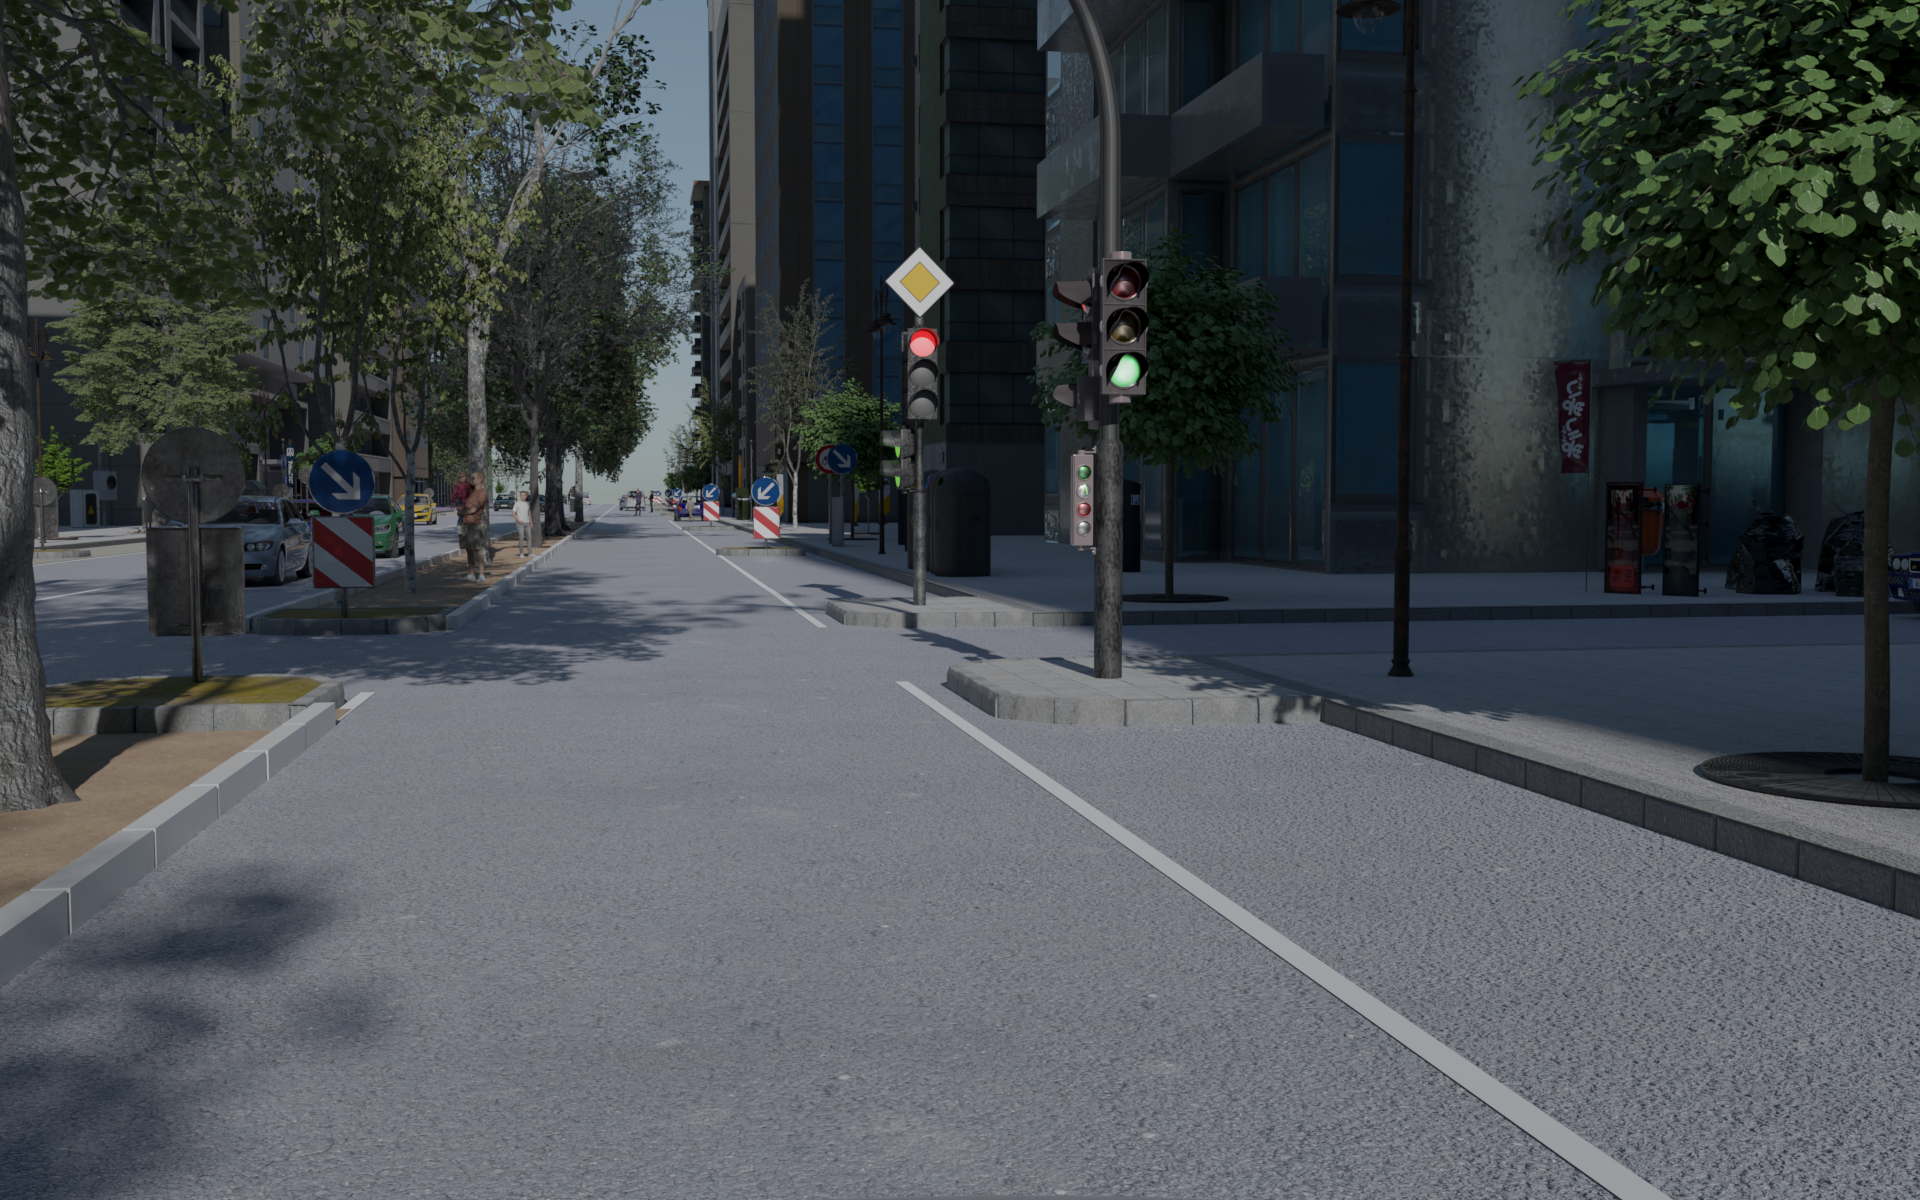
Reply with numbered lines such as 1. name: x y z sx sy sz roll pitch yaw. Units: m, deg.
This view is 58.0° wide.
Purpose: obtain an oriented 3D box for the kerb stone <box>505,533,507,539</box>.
1. kerb stone: -14.200 -1.916 53.623 0.120 0.150 1.000 -1 4 -11

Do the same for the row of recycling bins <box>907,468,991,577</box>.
1. row of recycling bins: -0.170 -1.302 28.406 1.069 1.692 3.534 -1 4 -10

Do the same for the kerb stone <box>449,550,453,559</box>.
1. kerb stone: -11.150 -0.935 37.530 0.120 0.150 1.000 -1 4 -11

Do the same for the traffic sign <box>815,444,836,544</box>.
1. traffic sign: -3.318 -2.705 44.331 0.768 2.556 0.104 0 4 -2

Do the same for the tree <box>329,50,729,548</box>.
1. tree: -11.351 -8.135 45.842 12.009 13.543 11.850 0 3 0

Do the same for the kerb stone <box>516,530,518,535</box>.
1. kerb stone: -15.163 -2.227 58.658 0.120 0.150 1.000 -1 4 -11

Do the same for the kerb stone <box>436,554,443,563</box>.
1. kerb stone: -10.766 -0.814 35.518 0.120 0.150 1.000 -1 4 -11

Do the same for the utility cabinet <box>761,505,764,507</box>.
1. utility cabinet: -10.420 -5.081 94.242 0.306 1.237 1.020 3 5 44

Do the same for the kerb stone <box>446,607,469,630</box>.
1. kerb stone: -5.443 0.212 18.722 0.120 0.150 1.000 -1 4 -11

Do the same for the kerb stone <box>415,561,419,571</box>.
1. kerb stone: -9.998 -0.569 31.491 0.120 0.150 1.000 -1 4 -11

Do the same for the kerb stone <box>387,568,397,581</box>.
1. kerb stone: -9.423 -0.384 28.469 0.120 0.150 1.000 -1 4 -11

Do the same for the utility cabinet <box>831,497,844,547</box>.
1. utility cabinet: -3.010 -1.925 42.636 0.306 1.237 1.020 0 4 -3

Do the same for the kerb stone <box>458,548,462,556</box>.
1. kerb stone: -11.537 -1.061 39.544 0.120 0.150 1.000 -1 4 -11

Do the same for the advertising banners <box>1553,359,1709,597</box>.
1. advertising banners: 8.542 -1.589 22.172 0.090 3.025 2.074 -3 5 -43

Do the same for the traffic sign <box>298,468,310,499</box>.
1. traffic sign: -31.492 -5.102 83.521 0.768 2.556 0.104 -1 4 -10

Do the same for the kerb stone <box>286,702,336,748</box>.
1. kerb stone: -3.812 0.736 10.164 0.120 0.150 1.000 -1 4 -11

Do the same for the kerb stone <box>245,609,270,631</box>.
1. kerb stone: -7.515 0.233 18.416 0.120 0.150 1.000 -1 4 -11

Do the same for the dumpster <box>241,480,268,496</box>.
1. dumpster: -28.863 -3.941 70.198 1.264 1.857 1.865 -1 4 -11

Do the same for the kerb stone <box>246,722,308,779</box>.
1. kerb stone: -3.619 0.798 9.160 0.120 0.150 1.000 -1 4 -11

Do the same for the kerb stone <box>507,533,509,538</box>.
1. kerb stone: -14.392 -1.984 54.627 0.120 0.150 1.000 -1 4 -11

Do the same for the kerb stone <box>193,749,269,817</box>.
1. kerb stone: -3.431 0.860 8.142 0.120 0.150 1.000 -1 4 -11

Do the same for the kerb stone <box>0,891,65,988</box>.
1. kerb stone: -2.862 1.045 5.116 0.120 0.150 1.000 -1 4 -11

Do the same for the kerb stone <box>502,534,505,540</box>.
1. kerb stone: -14.012 -1.861 52.618 0.120 0.150 1.000 -1 4 -11

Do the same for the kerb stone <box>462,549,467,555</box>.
1. kerb stone: -11.721 -1.121 40.555 0.120 0.150 1.000 -1 4 -11

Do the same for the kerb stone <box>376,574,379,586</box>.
1. kerb stone: -9.045 -0.261 26.460 0.120 0.150 1.000 -1 4 -11

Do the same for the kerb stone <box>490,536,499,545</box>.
1. kerb stone: -13.632 -1.738 50.610 0.120 0.150 1.000 -1 4 -11

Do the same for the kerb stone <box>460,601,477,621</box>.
1. kerb stone: -5.632 0.151 19.726 0.120 0.150 1.000 -1 4 -11

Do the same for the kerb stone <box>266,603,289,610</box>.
1. kerb stone: -7.714 0.170 19.418 0.120 0.150 1.000 -1 4 -11

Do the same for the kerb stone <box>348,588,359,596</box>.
1. kerb stone: -8.666 -0.137 24.441 0.120 0.150 1.000 -1 4 -11

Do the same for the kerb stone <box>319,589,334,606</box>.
1. kerb stone: -8.275 -0.010 22.435 0.120 0.150 1.000 -1 4 -11

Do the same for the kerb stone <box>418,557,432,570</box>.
1. kerb stone: -10.382 -0.691 33.500 0.120 0.150 1.000 -1 4 -11

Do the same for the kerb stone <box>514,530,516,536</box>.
1. kerb stone: -14.963 -2.169 57.655 0.120 0.150 1.000 -1 4 -11

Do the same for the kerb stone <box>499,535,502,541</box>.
1. kerb stone: -13.821 -1.799 51.614 0.120 0.150 1.000 -1 4 -11

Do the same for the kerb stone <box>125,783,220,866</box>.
1. kerb stone: -3.239 0.921 7.129 0.120 0.150 1.000 -1 4 -11

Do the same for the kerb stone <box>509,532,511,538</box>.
1. kerb stone: -14.590 -2.041 55.641 0.120 0.150 1.000 -1 4 -11

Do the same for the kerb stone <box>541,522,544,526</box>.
1. kerb stone: -19.361 -3.584 80.801 0.120 0.150 1.000 -1 4 -11

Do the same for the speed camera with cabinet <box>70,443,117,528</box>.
1. speed camera with cabinet: -33.144 -4.399 66.253 0.660 3.252 2.038 1 4 10

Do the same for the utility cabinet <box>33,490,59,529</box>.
1. utility cabinet: -33.566 -3.334 63.194 1.173 1.500 0.318 0 4 2

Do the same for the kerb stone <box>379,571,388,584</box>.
1. kerb stone: -9.240 -0.321 27.464 0.120 0.150 1.000 -1 4 -11

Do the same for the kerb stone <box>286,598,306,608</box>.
1. kerb stone: -7.901 0.110 20.423 0.120 0.150 1.000 -1 4 -11

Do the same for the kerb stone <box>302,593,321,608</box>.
1. kerb stone: -8.093 0.047 21.429 0.120 0.150 1.000 -1 4 -11

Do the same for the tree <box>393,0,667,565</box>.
1. tree: -8.298 -10.719 33.609 12.611 20.169 13.585 0 3 0

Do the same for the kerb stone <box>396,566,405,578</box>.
1. kerb stone: -9.625 -0.444 29.481 0.120 0.150 1.000 -1 4 -11

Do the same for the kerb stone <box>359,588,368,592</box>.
1. kerb stone: -8.845 -0.199 25.452 0.120 0.150 1.000 -1 4 -11

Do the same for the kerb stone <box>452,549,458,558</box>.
1. kerb stone: -11.339 -0.997 38.542 0.120 0.150 1.000 -1 4 -11

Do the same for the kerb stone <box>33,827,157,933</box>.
1. kerb stone: -3.050 0.983 6.124 0.120 0.150 1.000 -1 4 -11

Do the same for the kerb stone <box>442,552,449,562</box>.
1. kerb stone: -10.952 -0.876 36.523 0.120 0.150 1.000 -1 4 -11

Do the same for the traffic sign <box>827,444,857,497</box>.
1. traffic sign: -2.982 -2.678 43.883 0.768 2.556 0.104 0 4 -2

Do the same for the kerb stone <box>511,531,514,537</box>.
1. kerb stone: -14.777 -2.107 56.650 0.120 0.150 1.000 -1 4 -11

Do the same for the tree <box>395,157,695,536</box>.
1. tree: -13.813 -8.489 58.264 9.611 12.733 9.660 0 3 0

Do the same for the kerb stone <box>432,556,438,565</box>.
1. kerb stone: -10.577 -0.752 34.504 0.120 0.150 1.000 -1 4 -11
